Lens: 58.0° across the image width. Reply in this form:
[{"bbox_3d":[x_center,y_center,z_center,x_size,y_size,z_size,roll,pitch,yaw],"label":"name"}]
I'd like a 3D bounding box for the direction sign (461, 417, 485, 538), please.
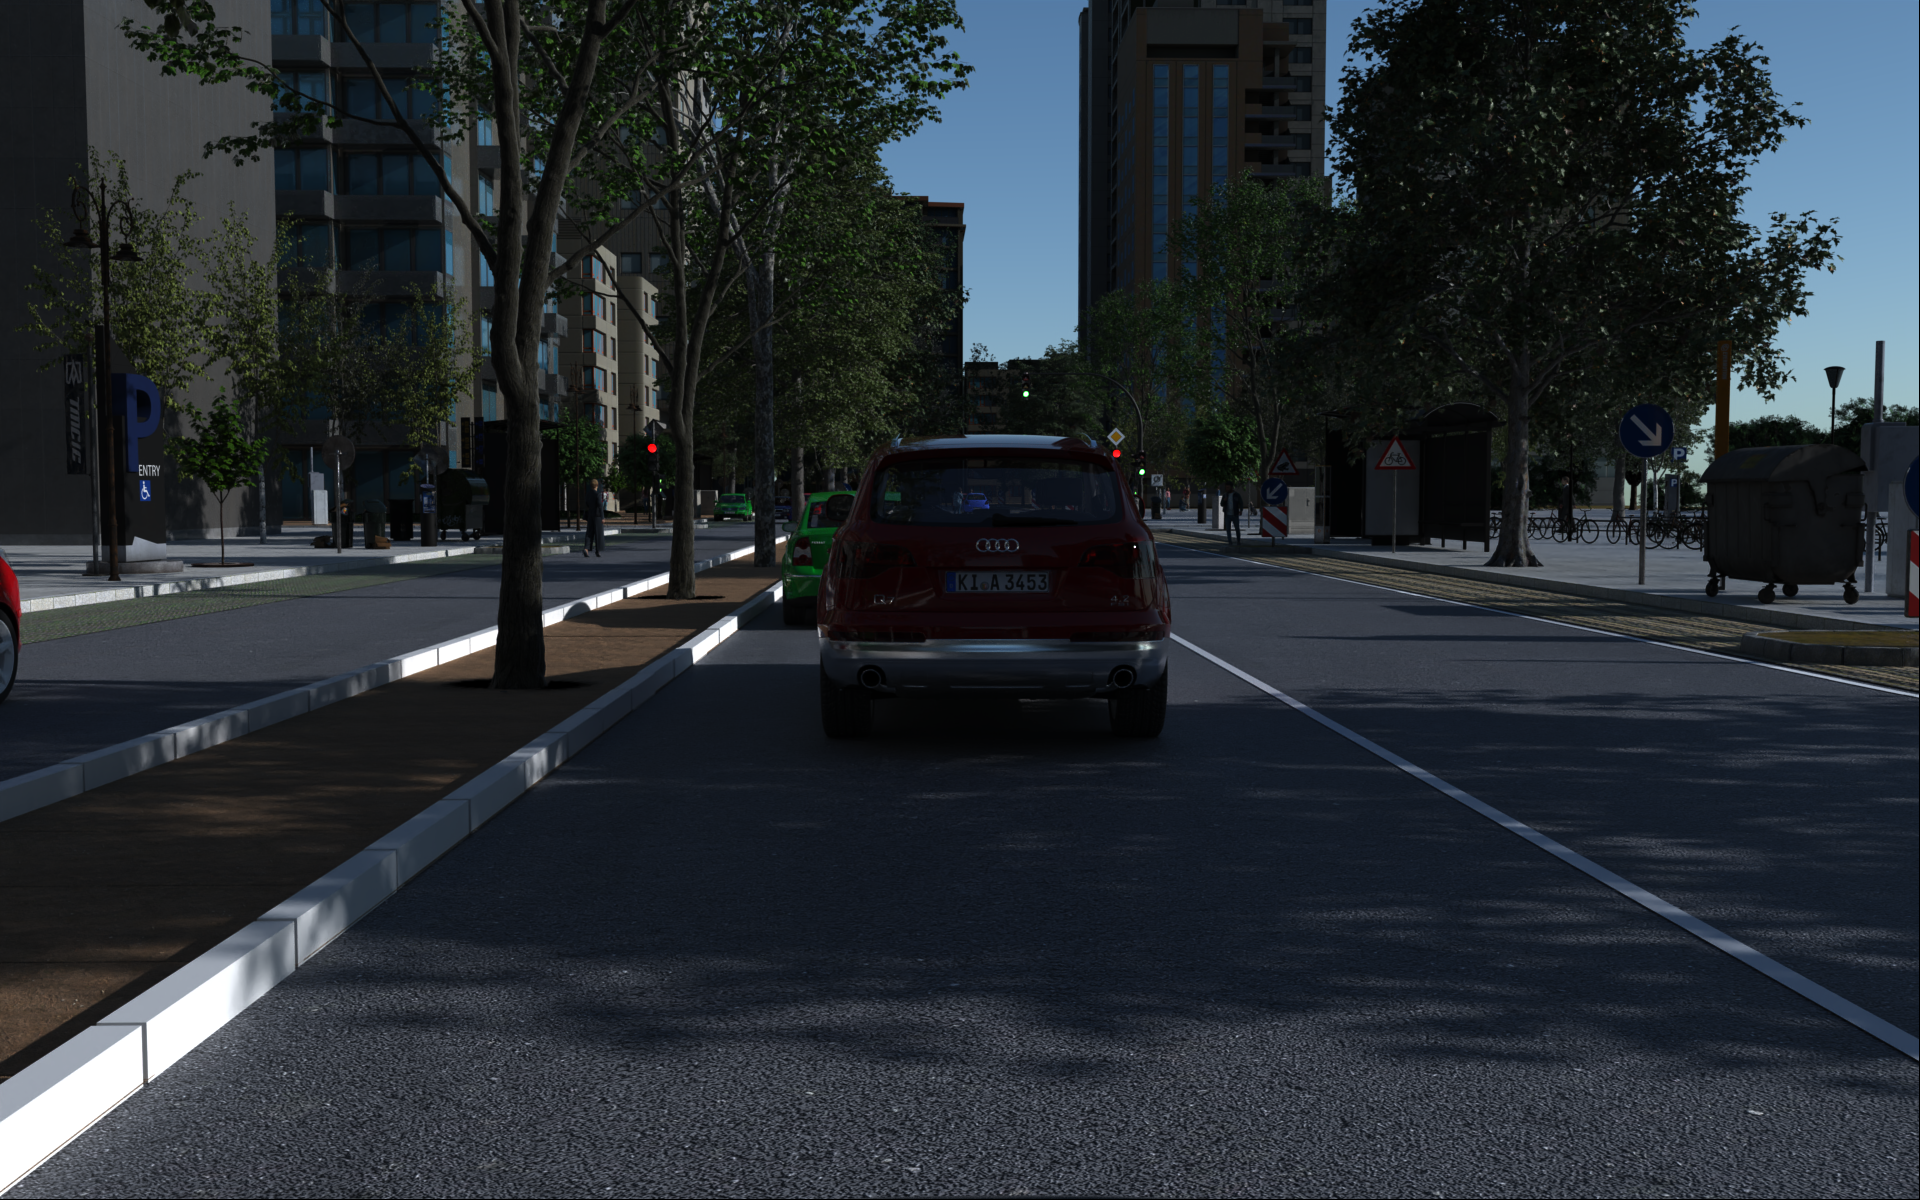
[{"bbox_3d":[-14.351,-3.612,51.056,0.876,3.537,0.379,2,4,28],"label":"direction sign"}]

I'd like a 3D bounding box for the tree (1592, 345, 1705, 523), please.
[{"bbox_3d":[24.020,-6.691,59.763,4.360,8.622,3.978,0,3,0],"label":"tree"}]

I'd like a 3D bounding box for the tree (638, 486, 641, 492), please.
[{"bbox_3d":[-23.892,-8.066,126.484,1.663,3.219,1.824,0,3,0],"label":"tree"}]

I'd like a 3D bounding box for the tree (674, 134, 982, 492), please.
[{"bbox_3d":[-4.059,-8.178,53.168,9.611,12.733,9.660,0,3,0],"label":"tree"}]

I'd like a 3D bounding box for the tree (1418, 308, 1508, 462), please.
[{"bbox_3d":[29.460,-11.091,99.458,7.486,12.596,7.792,0,3,0],"label":"tree"}]

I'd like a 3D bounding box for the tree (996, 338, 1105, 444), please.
[{"bbox_3d":[7.739,-14.491,143.582,9.857,13.997,8.962,0,3,0],"label":"tree"}]

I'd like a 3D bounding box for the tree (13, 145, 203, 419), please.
[{"bbox_3d":[-17.412,-5.277,36.649,4.737,8.622,4.395,0,3,0],"label":"tree"}]

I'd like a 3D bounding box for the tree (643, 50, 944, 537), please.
[{"bbox_3d":[-4.289,-7.581,44.531,7.486,12.596,7.792,0,3,0],"label":"tree"}]

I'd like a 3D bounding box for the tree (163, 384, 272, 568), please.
[{"bbox_3d":[-12.939,-2.202,30.601,1.663,3.219,1.824,0,3,0],"label":"tree"}]

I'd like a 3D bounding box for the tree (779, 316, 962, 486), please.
[{"bbox_3d":[-4.972,-10.613,86.357,12.009,13.543,11.850,0,3,0],"label":"tree"}]

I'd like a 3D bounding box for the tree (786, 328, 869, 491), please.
[{"bbox_3d":[-4.643,-6.678,62.002,4.360,8.622,3.978,0,3,0],"label":"tree"}]

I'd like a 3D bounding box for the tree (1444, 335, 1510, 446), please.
[{"bbox_3d":[22.811,-7.668,75.726,4.360,8.622,3.978,0,3,0],"label":"tree"}]

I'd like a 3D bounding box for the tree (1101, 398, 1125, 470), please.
[{"bbox_3d":[12.469,-10.907,128.687,4.737,8.622,4.395,0,3,0],"label":"tree"}]

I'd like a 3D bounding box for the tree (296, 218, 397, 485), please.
[{"bbox_3d":[-17.716,-5.752,44.405,4.737,8.622,4.395,0,3,0],"label":"tree"}]

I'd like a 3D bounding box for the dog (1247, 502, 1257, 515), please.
[{"bbox_3d":[17.636,-5.484,104.035,0.513,0.831,0.800,-1,4,-10],"label":"dog"}]

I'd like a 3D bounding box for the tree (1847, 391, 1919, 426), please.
[{"bbox_3d":[54.111,-8.258,97.926,20.602,7.101,11.467,0,4,3],"label":"tree"}]

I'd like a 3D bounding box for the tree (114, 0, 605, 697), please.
[{"bbox_3d":[-3.136,-5.144,12.318,9.928,11.665,9.643,0,3,0],"label":"tree"}]

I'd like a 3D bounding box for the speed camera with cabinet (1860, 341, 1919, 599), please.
[{"bbox_3d":[11.949,-1.676,21.737,0.660,3.252,2.038,1,4,9],"label":"speed camera with cabinet"}]

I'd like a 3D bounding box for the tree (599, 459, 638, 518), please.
[{"bbox_3d":[-18.978,-6.118,94.624,1.663,3.219,1.824,0,3,0],"label":"tree"}]

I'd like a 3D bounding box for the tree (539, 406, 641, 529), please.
[{"bbox_3d":[-14.731,-4.980,65.133,4.285,4.588,4.351,0,3,0],"label":"tree"}]

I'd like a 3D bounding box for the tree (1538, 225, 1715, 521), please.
[{"bbox_3d":[31.757,-10.775,82.832,9.857,13.997,8.962,0,3,0],"label":"tree"}]

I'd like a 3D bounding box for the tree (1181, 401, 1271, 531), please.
[{"bbox_3d":[9.364,-4.723,60.929,4.285,4.588,4.351,0,3,0],"label":"tree"}]

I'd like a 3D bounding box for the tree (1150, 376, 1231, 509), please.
[{"bbox_3d":[14.448,-9.361,103.419,4.737,8.622,4.395,0,3,0],"label":"tree"}]

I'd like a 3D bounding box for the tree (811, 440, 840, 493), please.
[{"bbox_3d":[-18.372,-19.444,224.563,9.857,13.997,8.962,0,3,0],"label":"tree"}]

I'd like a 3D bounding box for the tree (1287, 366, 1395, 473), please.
[{"bbox_3d":[18.734,-8.080,82.463,4.360,8.622,3.978,0,3,0],"label":"tree"}]

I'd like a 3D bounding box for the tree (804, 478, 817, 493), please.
[{"bbox_3d":[-17.487,-12.610,200.767,1.663,3.219,1.824,0,3,0],"label":"tree"}]

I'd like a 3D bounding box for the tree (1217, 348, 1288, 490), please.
[{"bbox_3d":[15.625,-8.396,87.631,4.360,8.622,3.978,0,3,0],"label":"tree"}]

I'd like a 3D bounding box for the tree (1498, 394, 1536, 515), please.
[{"bbox_3d":[32.116,-11.685,116.798,9.928,11.665,9.643,0,3,0],"label":"tree"}]

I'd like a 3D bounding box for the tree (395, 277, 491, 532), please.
[{"bbox_3d":[-17.874,-6.597,58.226,4.737,8.622,4.395,0,3,0],"label":"tree"}]

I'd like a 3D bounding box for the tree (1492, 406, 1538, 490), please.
[{"bbox_3d":[29.538,-8.656,91.891,4.737,8.622,4.395,0,3,0],"label":"tree"}]

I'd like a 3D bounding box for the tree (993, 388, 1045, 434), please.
[{"bbox_3d":[7.113,-16.249,183.790,7.486,12.596,7.792,0,3,0],"label":"tree"}]

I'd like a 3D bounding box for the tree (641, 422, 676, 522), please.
[{"bbox_3d":[-14.273,-5.840,79.205,4.285,4.588,4.351,0,3,0],"label":"tree"}]

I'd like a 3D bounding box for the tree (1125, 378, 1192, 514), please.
[{"bbox_3d":[12.641,-9.691,108.805,4.360,8.622,3.978,0,3,0],"label":"tree"}]

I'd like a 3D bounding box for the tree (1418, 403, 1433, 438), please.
[{"bbox_3d":[33.923,-10.984,129.944,4.737,8.622,4.395,0,3,0],"label":"tree"}]

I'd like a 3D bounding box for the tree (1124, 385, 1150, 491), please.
[{"bbox_3d":[13.389,-10.087,115.291,4.737,8.622,4.395,0,3,0],"label":"tree"}]

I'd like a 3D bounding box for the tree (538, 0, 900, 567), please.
[{"bbox_3d":[-5.056,-10.752,34.147,12.611,20.169,13.585,0,3,0],"label":"tree"}]

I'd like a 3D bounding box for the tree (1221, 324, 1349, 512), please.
[{"bbox_3d":[17.694,-9.838,95.258,7.601,10.594,8.767,2,4,33],"label":"tree"}]

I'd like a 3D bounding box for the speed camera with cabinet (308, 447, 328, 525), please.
[{"bbox_3d":[-26.815,-4.772,72.352,0.660,3.252,2.038,-2,4,-25],"label":"speed camera with cabinet"}]

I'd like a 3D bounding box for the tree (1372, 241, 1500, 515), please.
[{"bbox_3d":[9.648,-7.841,53.949,9.928,11.665,9.643,0,3,0],"label":"tree"}]

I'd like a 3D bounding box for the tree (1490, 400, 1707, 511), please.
[{"bbox_3d":[49.520,-14.406,137.366,18.604,14.587,13.155,0,4,-2],"label":"tree"}]

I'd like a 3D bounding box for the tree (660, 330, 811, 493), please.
[{"bbox_3d":[-15.386,-12.809,116.083,9.857,13.997,8.962,0,3,0],"label":"tree"}]

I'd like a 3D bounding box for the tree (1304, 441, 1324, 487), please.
[{"bbox_3d":[30.042,-11.686,141.420,4.737,8.622,4.395,0,3,0],"label":"tree"}]

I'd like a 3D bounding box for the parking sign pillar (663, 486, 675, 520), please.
[{"bbox_3d":[-14.302,-6.057,87.505,1.447,3.967,1.447,0,4,-5],"label":"parking sign pillar"}]

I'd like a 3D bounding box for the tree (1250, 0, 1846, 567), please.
[{"bbox_3d":[9.992,-6.941,30.488,9.611,12.733,9.660,0,3,0],"label":"tree"}]

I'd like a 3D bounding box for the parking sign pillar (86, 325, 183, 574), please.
[{"bbox_3d":[-13.562,-2.440,28.361,1.447,3.967,1.447,0,4,2],"label":"parking sign pillar"}]

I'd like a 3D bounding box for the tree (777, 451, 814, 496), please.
[{"bbox_3d":[-16.269,-13.592,156.645,8.767,10.594,7.601,2,4,35],"label":"tree"}]

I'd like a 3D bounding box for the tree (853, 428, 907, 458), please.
[{"bbox_3d":[-5.436,-9.763,112.437,4.737,8.622,4.395,0,3,0],"label":"tree"}]
